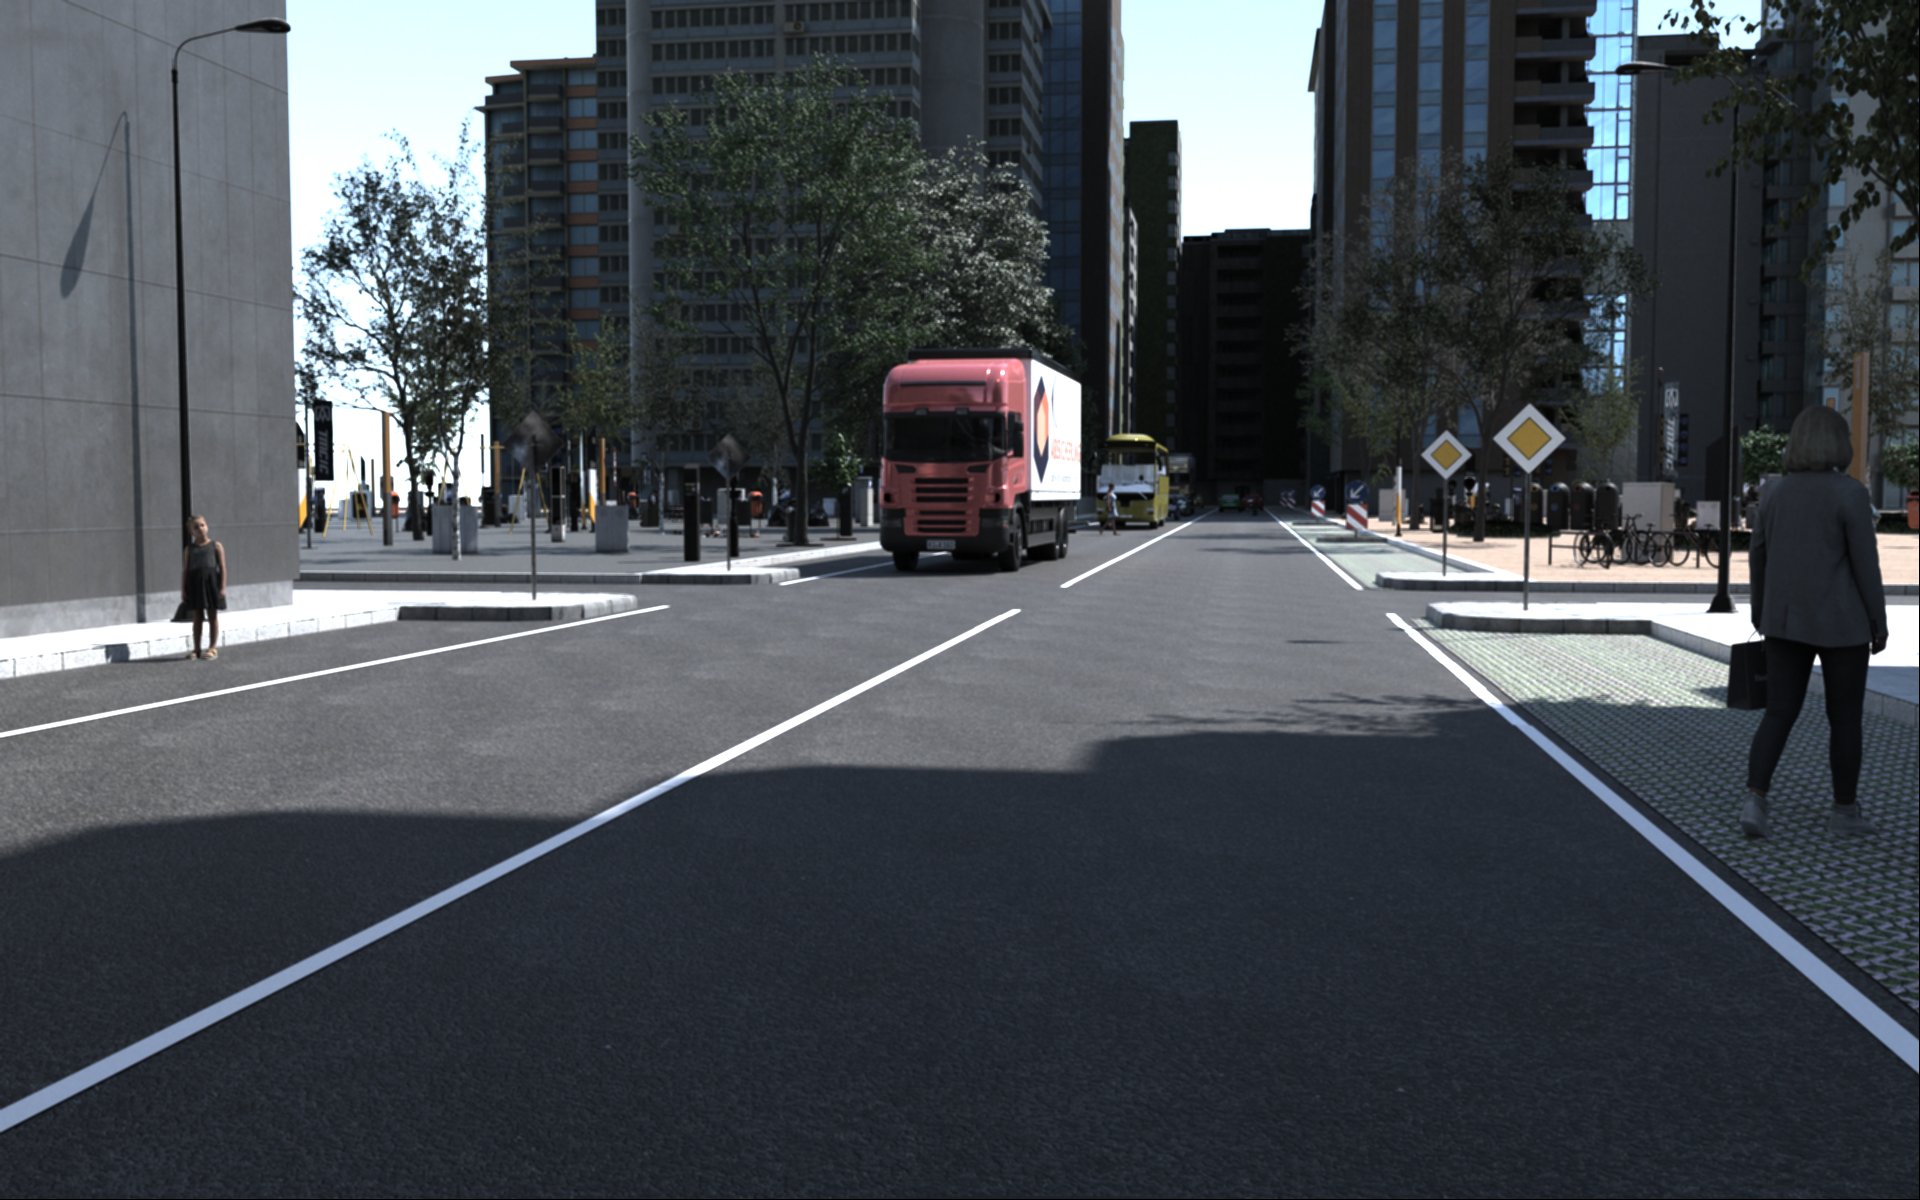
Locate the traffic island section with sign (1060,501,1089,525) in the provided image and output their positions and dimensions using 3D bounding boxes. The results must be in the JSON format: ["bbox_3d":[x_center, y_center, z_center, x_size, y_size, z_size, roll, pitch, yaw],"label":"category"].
[{"bbox_3d":[4.943,-4.365,79.998,1.989,1.847,2.006,1,4,9],"label":"traffic island section with sign"}]

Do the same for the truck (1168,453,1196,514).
[{"bbox_3d":[15.137,-8.109,121.501,2.839,4.237,11.283,1,4,10],"label":"truck"}]

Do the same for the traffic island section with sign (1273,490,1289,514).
[{"bbox_3d":[24.242,-7.267,127.444,1.989,1.847,2.006,1,4,9],"label":"traffic island section with sign"}]

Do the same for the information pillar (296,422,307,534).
[{"bbox_3d":[-21.375,-3.964,56.174,0.183,3.616,0.504,0,4,6],"label":"information pillar"}]

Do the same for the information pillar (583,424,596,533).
[{"bbox_3d":[-12.201,-4.042,57.445,0.183,3.616,0.504,1,4,13],"label":"information pillar"}]

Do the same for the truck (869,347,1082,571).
[{"bbox_3d":[0.601,-2.855,35.597,2.839,4.237,11.283,1,4,11],"label":"truck"}]

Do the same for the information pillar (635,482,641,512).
[{"bbox_3d":[-18.976,-5.969,102.085,0.304,2.012,0.304,1,4,11],"label":"information pillar"}]

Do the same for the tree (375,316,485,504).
[{"bbox_3d":[-20.305,-7.145,67.190,4.737,8.622,4.395,0,3,0],"label":"tree"}]

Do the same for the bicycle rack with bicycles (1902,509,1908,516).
[{"bbox_3d":[42.790,-3.817,75.795,2.925,0.926,2.852,-2,4,-35],"label":"bicycle rack with bicycles"}]

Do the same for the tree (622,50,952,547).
[{"bbox_3d":[-4.003,-7.115,42.079,9.928,11.665,9.643,0,3,0],"label":"tree"}]

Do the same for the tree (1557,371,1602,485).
[{"bbox_3d":[31.913,-8.270,85.574,4.737,8.622,4.395,0,3,0],"label":"tree"}]

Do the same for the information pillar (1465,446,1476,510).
[{"bbox_3d":[24.764,-5.676,84.161,0.504,3.616,0.183,0,4,2],"label":"information pillar"}]

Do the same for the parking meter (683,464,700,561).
[{"bbox_3d":[-5.118,-1.673,33.058,0.255,1.863,0.399,0,4,1],"label":"parking meter"}]

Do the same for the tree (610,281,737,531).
[{"bbox_3d":[-10.423,-6.740,60.556,4.360,8.622,3.978,0,3,0],"label":"tree"}]

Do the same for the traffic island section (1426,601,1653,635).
[{"bbox_3d":[6.254,0.195,19.094,2.009,0.180,2.903,1,4,9],"label":"traffic island section"}]

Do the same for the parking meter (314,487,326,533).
[{"bbox_3d":[-21.403,-3.028,57.912,0.372,1.533,0.369,0,3,0],"label":"parking meter"}]

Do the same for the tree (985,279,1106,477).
[{"bbox_3d":[3.345,-10.656,91.240,9.611,12.733,9.660,0,3,0],"label":"tree"}]

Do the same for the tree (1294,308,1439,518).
[{"bbox_3d":[21.957,-10.264,93.578,9.928,11.665,9.643,0,3,0],"label":"tree"}]

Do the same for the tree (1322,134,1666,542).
[{"bbox_3d":[13.889,-6.826,46.014,8.767,10.594,7.601,1,4,11],"label":"tree"}]

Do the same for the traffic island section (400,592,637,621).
[{"bbox_3d":[-5.181,0.079,20.988,2.009,0.180,2.903,1,4,9],"label":"traffic island section"}]

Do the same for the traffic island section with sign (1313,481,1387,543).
[{"bbox_3d":[11.653,-2.626,51.564,1.989,1.847,2.006,1,4,9],"label":"traffic island section with sign"}]

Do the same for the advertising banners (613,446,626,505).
[{"bbox_3d":[-12.633,-4.160,64.209,0.090,3.025,2.074,0,4,0],"label":"advertising banners"}]

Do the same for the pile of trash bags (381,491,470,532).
[{"bbox_3d":[-18.455,-3.051,59.638,1.912,1.369,3.447,2,4,30],"label":"pile of trash bags"}]

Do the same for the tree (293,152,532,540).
[{"bbox_3d":[-15.391,-6.941,47.897,7.601,10.594,8.767,0,4,7],"label":"tree"}]

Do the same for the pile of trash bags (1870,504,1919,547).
[{"bbox_3d":[22.320,-2.028,42.908,1.912,1.369,3.447,-3,4,-36],"label":"pile of trash bags"}]

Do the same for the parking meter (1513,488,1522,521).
[{"bbox_3d":[23.332,-3.916,72.443,0.372,1.533,0.369,0,3,0],"label":"parking meter"}]

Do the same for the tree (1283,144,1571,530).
[{"bbox_3d":[16.258,-9.224,61.185,12.009,13.543,11.850,0,3,0],"label":"tree"}]

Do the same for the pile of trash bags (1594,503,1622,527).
[{"bbox_3d":[25.629,-3.548,67.761,3.447,1.369,1.912,-2,4,-32],"label":"pile of trash bags"}]

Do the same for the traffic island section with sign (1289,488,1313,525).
[{"bbox_3d":[16.286,-4.334,79.492,1.989,1.847,2.006,1,4,9],"label":"traffic island section with sign"}]

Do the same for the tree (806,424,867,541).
[{"bbox_3d":[-3.535,-3.278,48.203,1.663,3.219,1.824,0,3,0],"label":"tree"}]

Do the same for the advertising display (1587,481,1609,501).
[{"bbox_3d":[30.335,-4.721,82.408,0.974,1.923,0.123,0,4,7],"label":"advertising display"}]

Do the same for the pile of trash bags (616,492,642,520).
[{"bbox_3d":[-16.300,-4.706,86.703,1.912,1.369,3.447,-1,4,-17],"label":"pile of trash bags"}]

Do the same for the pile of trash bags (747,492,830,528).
[{"bbox_3d":[-6.838,-3.523,67.352,1.912,1.369,3.447,3,5,44],"label":"pile of trash bags"}]

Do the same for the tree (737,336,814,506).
[{"bbox_3d":[-8.674,-7.825,78.298,4.360,8.622,3.978,0,3,0],"label":"tree"}]

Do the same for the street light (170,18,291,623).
[{"bbox_3d":[-7.222,-2.729,17.163,1.470,5.913,1.316,1,4,9],"label":"street light"}]

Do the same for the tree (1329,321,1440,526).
[{"bbox_3d":[17.507,-7.349,70.521,4.737,8.622,4.395,0,3,0],"label":"tree"}]

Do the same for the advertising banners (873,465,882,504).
[{"bbox_3d":[-5.196,-6.572,103.642,2.074,3.025,0.090,3,5,42],"label":"advertising banners"}]

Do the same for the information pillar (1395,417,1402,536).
[{"bbox_3d":[13.287,-3.735,52.417,0.183,3.616,0.504,1,4,22],"label":"information pillar"}]

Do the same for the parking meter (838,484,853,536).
[{"bbox_3d":[-3.490,-2.880,52.795,0.399,1.863,0.255,0,4,8],"label":"parking meter"}]

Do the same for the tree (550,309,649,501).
[{"bbox_3d":[-14.634,-7.304,69.786,4.737,8.622,4.395,0,3,0],"label":"tree"}]

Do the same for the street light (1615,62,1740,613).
[{"bbox_3d":[7.750,-2.824,18.720,1.470,5.913,1.316,1,4,9],"label":"street light"}]

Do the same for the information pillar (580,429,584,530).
[{"bbox_3d":[-13.624,-4.357,62.587,0.183,3.616,0.504,-1,4,-22],"label":"information pillar"}]

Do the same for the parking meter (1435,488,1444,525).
[{"bbox_3d":[19.868,-3.873,71.729,0.372,1.533,0.369,0,3,0],"label":"parking meter"}]

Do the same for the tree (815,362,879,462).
[{"bbox_3d":[-5.755,-8.589,90.796,4.737,8.622,4.395,0,3,0],"label":"tree"}]

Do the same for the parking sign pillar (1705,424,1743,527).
[{"bbox_3d":[29.817,-4.840,67.612,1.447,3.967,1.447,-3,4,-37],"label":"parking sign pillar"}]

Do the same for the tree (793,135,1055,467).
[{"bbox_3d":[-1.262,-9.516,62.244,9.857,13.997,8.962,0,3,0],"label":"tree"}]

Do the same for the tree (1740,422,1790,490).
[{"bbox_3d":[36.966,-5.860,79.530,4.285,4.588,4.351,0,3,0],"label":"tree"}]

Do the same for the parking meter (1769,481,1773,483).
[{"bbox_3d":[15.862,-1.539,33.577,0.372,1.533,0.369,0,3,0],"label":"parking meter"}]

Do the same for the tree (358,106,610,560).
[{"bbox_3d":[-9.793,-5.106,33.840,4.360,8.622,3.978,0,3,0],"label":"tree"}]

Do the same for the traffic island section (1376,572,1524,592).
[{"bbox_3d":[7.561,-0.287,26.972,2.009,0.180,2.903,1,4,9],"label":"traffic island section"}]

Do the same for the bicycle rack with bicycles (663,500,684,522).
[{"bbox_3d":[-12.892,-4.126,80.838,2.925,0.926,2.852,-3,5,-40],"label":"bicycle rack with bicycles"}]

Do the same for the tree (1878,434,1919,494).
[{"bbox_3d":[51.395,-6.718,93.560,4.285,4.588,4.351,0,3,0],"label":"tree"}]

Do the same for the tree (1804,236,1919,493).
[{"bbox_3d":[26.242,-6.061,49.463,4.360,8.622,3.978,0,3,0],"label":"tree"}]

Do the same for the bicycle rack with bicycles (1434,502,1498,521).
[{"bbox_3d":[21.864,-3.735,74.450,2.852,0.926,2.925,0,4,2],"label":"bicycle rack with bicycles"}]

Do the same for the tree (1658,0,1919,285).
[{"bbox_3d":[7.153,-3.774,12.063,4.737,8.622,4.395,0,3,0],"label":"tree"}]

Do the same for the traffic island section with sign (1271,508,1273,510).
[{"bbox_3d":[28.717,-8.916,154.404,1.989,1.847,2.006,1,4,9],"label":"traffic island section with sign"}]

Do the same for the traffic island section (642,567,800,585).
[{"bbox_3d":[-3.874,-0.403,28.866,2.009,0.180,2.903,1,4,9],"label":"traffic island section"}]

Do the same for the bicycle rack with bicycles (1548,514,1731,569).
[{"bbox_3d":[11.827,-1.068,30.844,2.852,0.926,2.925,-1,4,-12],"label":"bicycle rack with bicycles"}]

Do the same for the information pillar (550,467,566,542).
[{"bbox_3d":[-10.751,-2.558,46.319,0.304,2.012,0.304,0,4,5],"label":"information pillar"}]

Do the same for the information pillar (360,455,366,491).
[{"bbox_3d":[-35.582,-6.845,103.262,0.183,3.616,0.504,1,4,9],"label":"information pillar"}]
